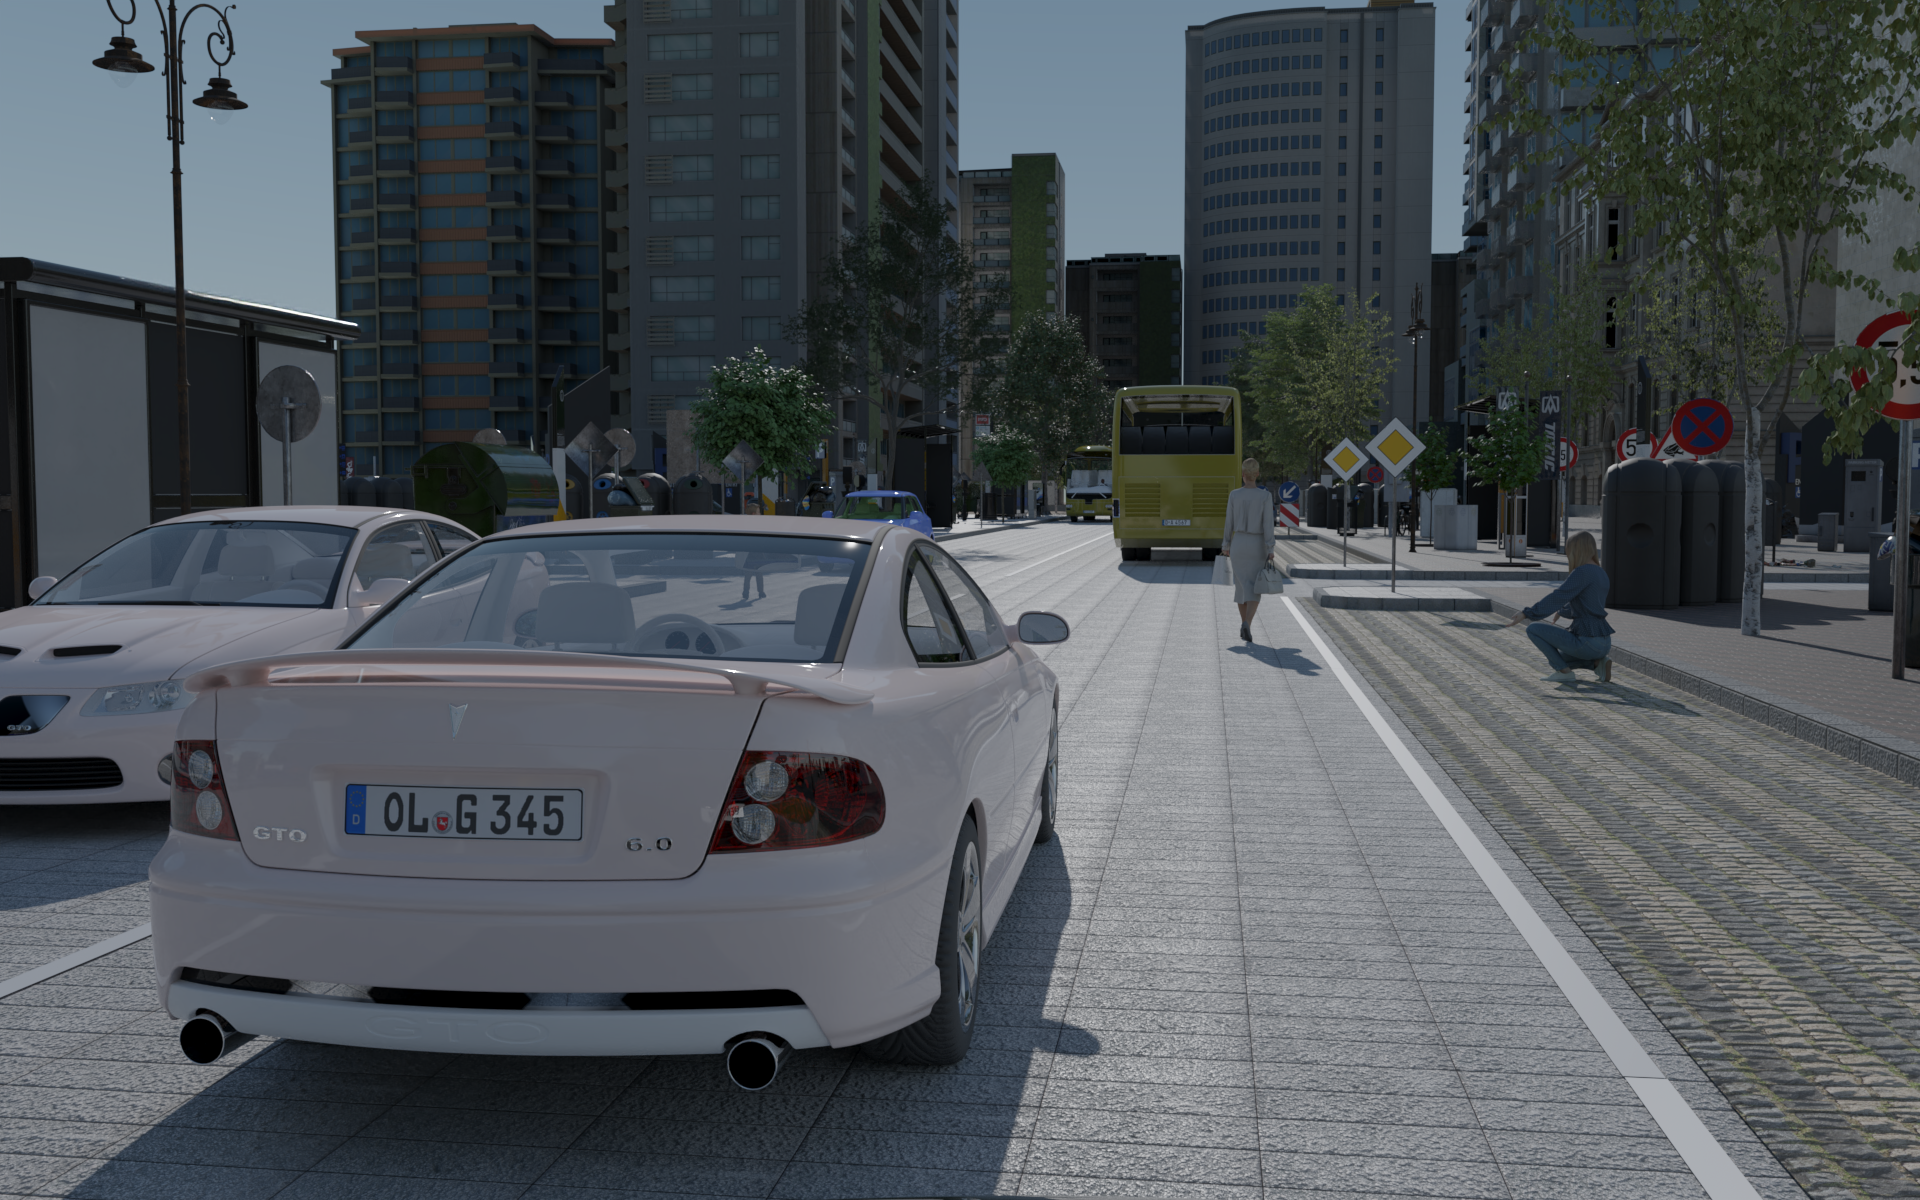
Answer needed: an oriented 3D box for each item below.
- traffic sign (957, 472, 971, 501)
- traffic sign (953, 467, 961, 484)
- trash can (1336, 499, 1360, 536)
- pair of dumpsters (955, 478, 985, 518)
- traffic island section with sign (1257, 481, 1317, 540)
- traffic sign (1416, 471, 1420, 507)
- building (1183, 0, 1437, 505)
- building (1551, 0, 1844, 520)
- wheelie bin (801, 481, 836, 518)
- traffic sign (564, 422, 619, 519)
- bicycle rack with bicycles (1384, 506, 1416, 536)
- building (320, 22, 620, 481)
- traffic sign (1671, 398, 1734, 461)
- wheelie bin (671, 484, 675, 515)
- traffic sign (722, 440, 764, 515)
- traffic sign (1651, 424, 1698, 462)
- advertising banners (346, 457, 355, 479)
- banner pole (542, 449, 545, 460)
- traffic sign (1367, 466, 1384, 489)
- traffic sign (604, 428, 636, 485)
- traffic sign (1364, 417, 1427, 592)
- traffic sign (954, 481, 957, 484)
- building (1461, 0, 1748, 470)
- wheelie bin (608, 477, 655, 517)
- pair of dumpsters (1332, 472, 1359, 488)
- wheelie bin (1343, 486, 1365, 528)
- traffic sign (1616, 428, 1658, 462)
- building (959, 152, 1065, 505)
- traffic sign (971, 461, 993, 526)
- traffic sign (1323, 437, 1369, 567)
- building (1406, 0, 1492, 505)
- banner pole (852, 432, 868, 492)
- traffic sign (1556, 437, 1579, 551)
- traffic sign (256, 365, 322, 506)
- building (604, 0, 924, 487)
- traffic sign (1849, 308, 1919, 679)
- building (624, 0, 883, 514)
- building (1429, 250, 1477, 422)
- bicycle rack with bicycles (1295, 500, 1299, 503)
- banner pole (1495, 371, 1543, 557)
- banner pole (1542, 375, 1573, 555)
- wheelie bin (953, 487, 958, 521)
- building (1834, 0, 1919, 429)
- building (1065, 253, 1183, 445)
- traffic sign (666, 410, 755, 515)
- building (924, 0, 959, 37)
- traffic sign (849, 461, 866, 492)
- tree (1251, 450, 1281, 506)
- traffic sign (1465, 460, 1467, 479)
[{"bbox_3d":[0.190,-5.457,90.405,0.795,2.450,0.064,1,4,12],"label":"traffic sign"},{"bbox_3d":[-0.329,-4.167,69.318,0.795,2.450,0.064,1,4,17],"label":"traffic sign"},{"bbox_3d":[11.818,-2.519,52.837,0.748,1.137,0.748,0,3,0],"label":"trash can"},{"bbox_3d":[0.607,-5.547,93.188,1.574,2.255,4.437,0,4,8],"label":"pair of dumpsters"},{"bbox_3d":[10.288,-2.829,54.876,1.989,1.847,2.006,0,4,8],"label":"traffic island section with sign"},{"bbox_3d":[18.334,-4.234,69.227,0.884,2.594,0.081,1,4,9],"label":"traffic sign"},{"bbox_3d":[41.231,-40.808,209.216,28.212,58.520,21.231,0,4,8],"label":"building"},{"bbox_3d":[37.489,-16.165,83.375,14.460,24.649,34.723,0,4,8],"label":"building"},{"bbox_3d":[-3.527,-2.181,43.565,0.693,1.594,0.980,2,4,32],"label":"wheelie bin"},{"bbox_3d":[-5.131,-1.251,24.093,0.795,2.450,0.064,0,4,8],"label":"traffic sign"},{"bbox_3d":[14.044,-2.429,53.095,2.852,0.926,2.925,3,5,39],"label":"bicycle rack with bicycles"},{"bbox_3d":[-43.135,-31.177,164.367,28.867,44.769,22.147,0,4,8],"label":"building"},{"bbox_3d":[9.826,-1.399,22.986,0.768,2.556,0.104,1,4,17],"label":"traffic sign"},{"bbox_3d":[-8.485,-2.764,53.105,0.980,1.594,0.693,2,4,25],"label":"wheelie bin"},{"bbox_3d":[-4.007,-1.734,31.998,0.795,2.450,0.064,0,4,8],"label":"traffic sign"},{"bbox_3d":[12.185,-1.808,29.560,0.884,2.594,0.081,1,4,8],"label":"traffic sign"},{"bbox_3d":[-27.862,-5.198,81.176,2.074,3.025,0.090,0,4,4],"label":"advertising banners"},{"bbox_3d":[-23.186,-6.521,96.627,0.401,3.779,0.863,0,4,4],"label":"banner pole"},{"bbox_3d":[19.117,-4.873,79.771,0.768,2.556,0.104,1,4,13],"label":"traffic sign"},{"bbox_3d":[-6.612,-2.036,33.401,0.768,2.556,0.104,1,4,14],"label":"traffic sign"},{"bbox_3d":[5.652,-1.156,22.545,0.795,2.450,0.064,0,4,8],"label":"traffic sign"},{"bbox_3d":[-0.484,-5.755,94.202,0.768,2.556,0.104,1,4,9],"label":"traffic sign"},{"bbox_3d":[47.404,-30.365,116.069,23.786,49.044,30.456,0,4,8],"label":"building"},{"bbox_3d":[-6.040,-1.457,31.736,0.693,1.594,0.980,1,4,14],"label":"wheelie bin"},{"bbox_3d":[16.970,-4.605,77.784,1.574,2.255,4.437,0,4,8],"label":"pair of dumpsters"},{"bbox_3d":[14.968,-3.535,65.709,0.693,1.594,0.980,-1,4,-21],"label":"wheelie bin"},{"bbox_3d":[12.964,-2.026,33.231,0.768,2.556,0.104,1,4,11],"label":"traffic sign"},{"bbox_3d":[5.359,-32.264,211.106,14.086,41.232,14.154,0,4,8],"label":"building"},{"bbox_3d":[0.857,-4.203,68.719,0.884,2.594,0.081,1,4,14],"label":"traffic sign"},{"bbox_3d":[6.776,-1.640,30.451,0.795,2.450,0.064,0,4,8],"label":"traffic sign"},{"bbox_3d":[51.191,-50.929,145.367,22.319,86.520,31.000,0,4,8],"label":"building"},{"bbox_3d":[-4.085,-4.890,69.966,0.863,3.779,0.401,2,4,28],"label":"banner pole"},{"bbox_3d":[13.402,-2.362,38.726,0.768,2.556,0.104,1,4,11],"label":"traffic sign"},{"bbox_3d":[-6.646,-1.041,17.125,0.768,2.556,0.104,1,4,18],"label":"traffic sign"},{"bbox_3d":[-14.982,-31.234,134.372,21.300,48.544,21.600,0,4,8],"label":"building"},{"bbox_3d":[6.520,-0.725,11.960,0.768,2.556,0.104,1,4,18],"label":"traffic sign"},{"bbox_3d":[-13.372,-26.449,116.034,14.154,41.232,14.086,0,4,8],"label":"building"},{"bbox_3d":[61.894,-26.507,205.086,14.107,30.474,14.160,0,4,8],"label":"building"},{"bbox_3d":[20.937,-5.500,103.303,2.852,0.926,2.925,1,4,20],"label":"bicycle rack with bicycles"},{"bbox_3d":[11.331,-2.777,35.415,0.863,3.779,0.401,0,4,-1],"label":"banner pole"},{"bbox_3d":[12.683,-2.861,36.798,0.863,3.779,0.401,3,4,38],"label":"banner pole"},{"bbox_3d":[-0.536,-4.451,80.678,0.980,1.594,0.693,2,4,34],"label":"wheelie bin"},{"bbox_3d":[33.860,-11.660,45.400,16.860,20.320,10.420,0,4,8],"label":"building"},{"bbox_3d":[19.941,-26.847,210.647,14.107,30.474,14.160,0,4,8],"label":"building"},{"bbox_3d":[-6.000,-2.920,41.619,2.265,3.308,0.079,1,4,15],"label":"traffic sign"},{"bbox_3d":[-14.605,-37.829,160.503,28.212,58.520,21.231,0,4,8],"label":"building"},{"bbox_3d":[-3.983,-4.062,66.519,0.768,2.556,0.104,1,4,16],"label":"traffic sign"},{"bbox_3d":[26.161,-11.867,144.388,4.737,8.622,4.395,0,3,0],"label":"tree"},{"bbox_3d":[15.101,-2.978,50.824,0.606,2.300,0.079,1,4,15],"label":"traffic sign"}]
